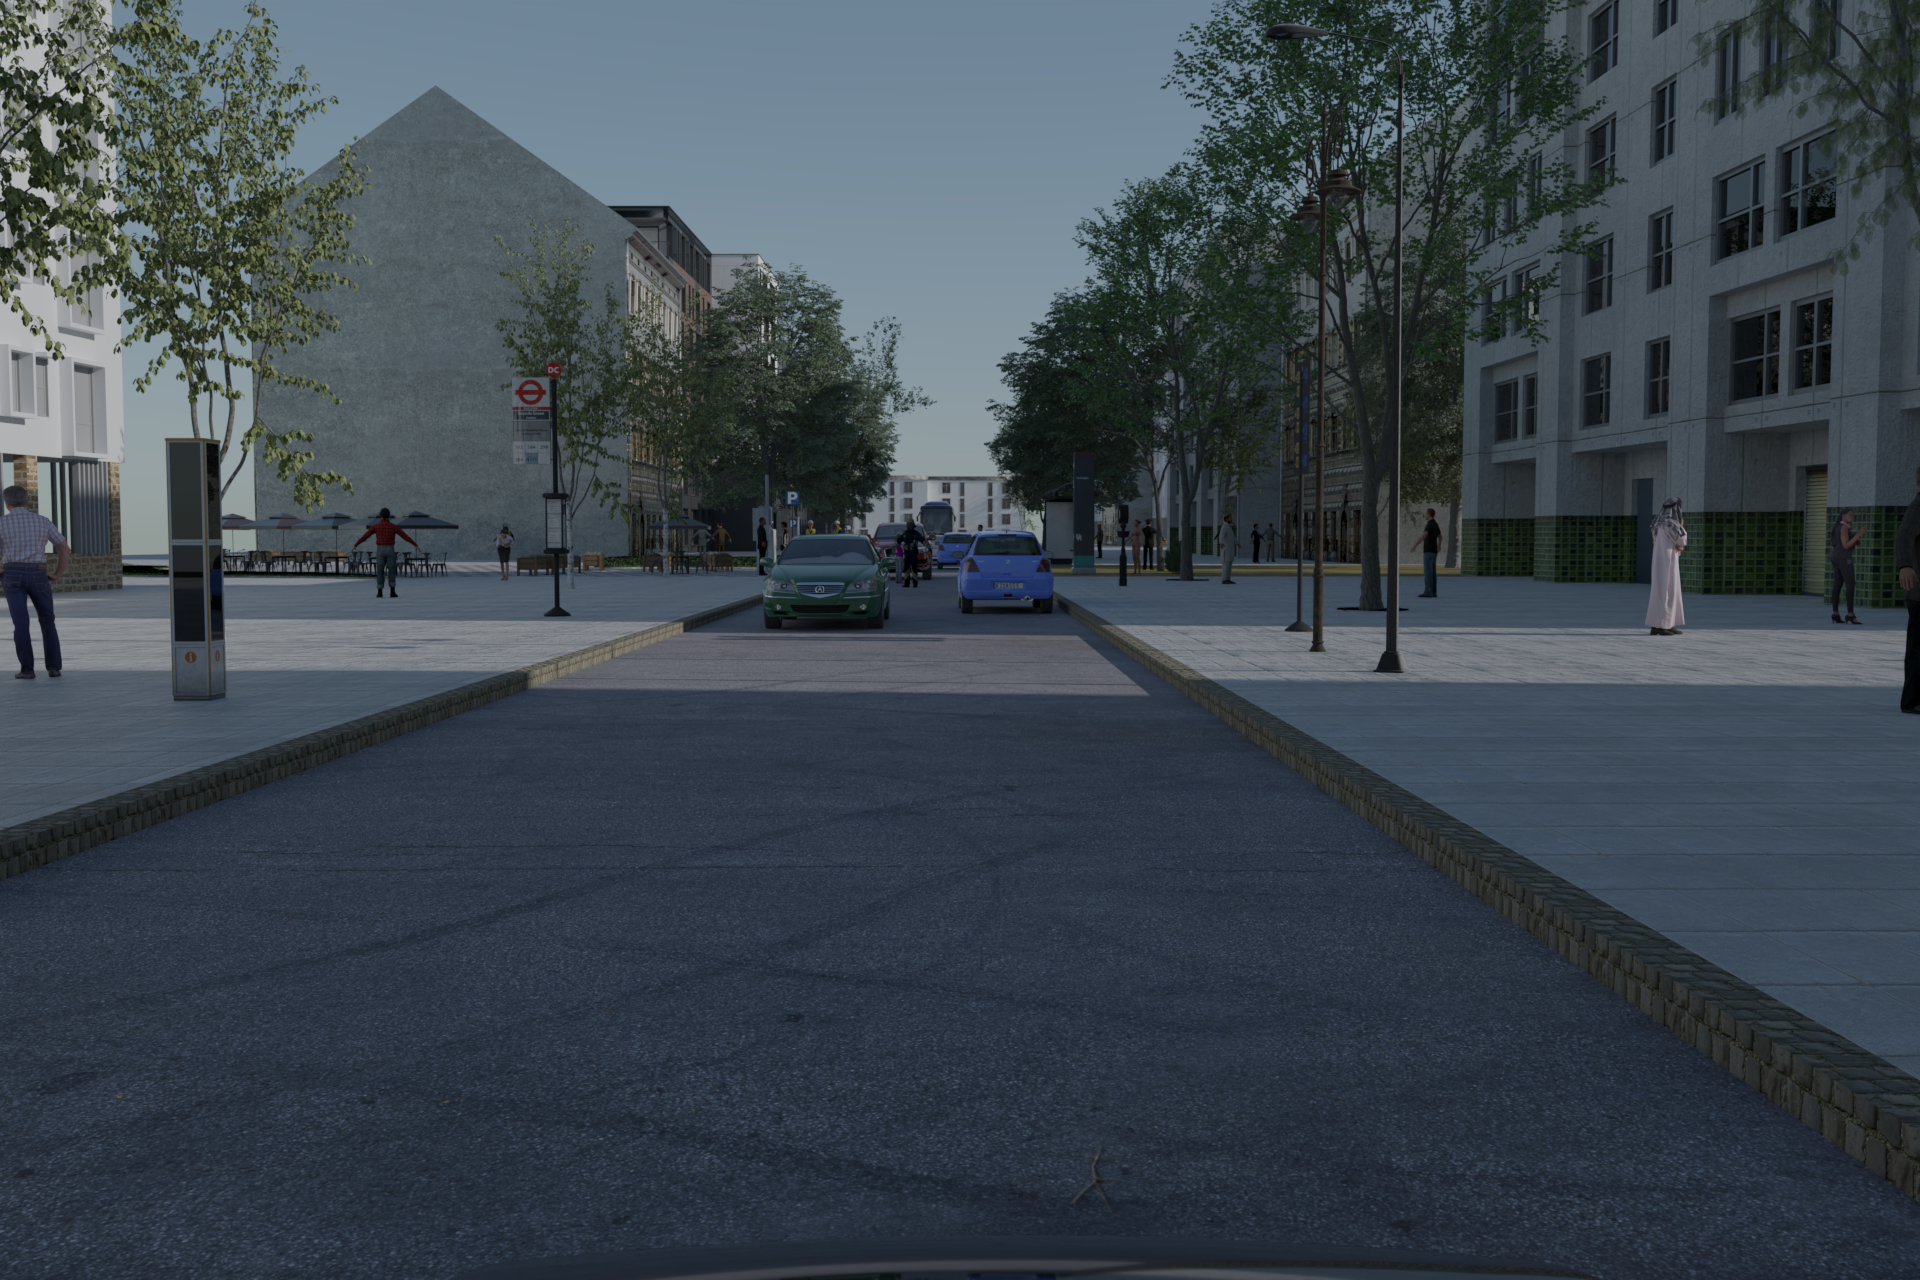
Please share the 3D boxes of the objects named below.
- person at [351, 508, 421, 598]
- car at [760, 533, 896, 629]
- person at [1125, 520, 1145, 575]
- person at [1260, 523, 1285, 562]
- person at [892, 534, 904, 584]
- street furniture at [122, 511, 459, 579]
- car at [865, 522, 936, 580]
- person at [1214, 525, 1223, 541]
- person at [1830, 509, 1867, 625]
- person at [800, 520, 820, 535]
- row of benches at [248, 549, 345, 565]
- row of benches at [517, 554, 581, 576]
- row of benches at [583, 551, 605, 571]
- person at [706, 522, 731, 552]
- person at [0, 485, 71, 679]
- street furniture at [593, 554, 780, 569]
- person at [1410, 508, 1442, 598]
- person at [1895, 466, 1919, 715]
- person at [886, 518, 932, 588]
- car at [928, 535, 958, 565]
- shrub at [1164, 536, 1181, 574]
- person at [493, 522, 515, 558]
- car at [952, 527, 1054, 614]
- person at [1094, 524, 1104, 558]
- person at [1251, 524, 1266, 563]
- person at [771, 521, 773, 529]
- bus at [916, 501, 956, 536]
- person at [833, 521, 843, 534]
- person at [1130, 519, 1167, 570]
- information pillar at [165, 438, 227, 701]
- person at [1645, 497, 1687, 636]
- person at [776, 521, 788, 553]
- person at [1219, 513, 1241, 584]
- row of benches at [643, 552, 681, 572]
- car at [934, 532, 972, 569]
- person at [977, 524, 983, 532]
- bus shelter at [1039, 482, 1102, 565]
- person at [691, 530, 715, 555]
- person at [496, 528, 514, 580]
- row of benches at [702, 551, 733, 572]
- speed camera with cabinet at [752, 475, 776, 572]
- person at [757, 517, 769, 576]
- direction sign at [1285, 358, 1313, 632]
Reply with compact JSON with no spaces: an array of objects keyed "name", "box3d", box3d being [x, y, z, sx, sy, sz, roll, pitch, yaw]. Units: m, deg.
[{"name":"person","box3d":[-11.610,-1.769,35.027,1.345,1.816,0.704,-1,4,-13]},{"name":"car","box3d":[-2.076,-0.976,27.761,2.131,1.459,4.920,0,4,-1]},{"name":"person","box3d":[5.444,-2.890,54.054,0.721,1.733,1.217,-2,4,-25]},{"name":"person","box3d":[14.325,-4.497,79.791,1.348,1.796,0.705,2,4,30]},{"name":"person","box3d":[-1.696,-2.342,50.015,0.599,1.433,0.991,-2,4,-33]},{"name":"street furniture","box3d":[-28.308,-3.164,56.753,14.083,1.986,27.439,-3,5,-45]},{"name":"car","box3d":[-1.908,-2.871,55.616,2.281,1.827,5.304,0,4,-1]},{"name":"person","box3d":[13.550,-5.042,88.621,1.347,1.806,0.705,3,4,38]},{"name":"person","box3d":[12.709,-1.054,24.746,0.415,1.643,0.593,-2,4,-32]},{"name":"person","box3d":[-5.284,-3.351,61.250,1.216,1.772,0.721,0,4,-2]},{"name":"row of benches","box3d":[-27.384,-3.439,71.692,4.104,0.672,1.422,0,4,7]},{"name":"row of benches","box3d":[-13.074,-2.441,55.370,1.422,0.672,4.104,0,4,8]},{"name":"row of benches","box3d":[-13.011,-2.821,61.588,1.422,0.672,4.104,-1,4,-10]},{"name":"person","box3d":[-10.296,-4.162,74.193,0.704,1.812,1.346,3,5,44]},{"name":"person","box3d":[-8.315,-0.513,15.376,0.756,1.711,0.436,-2,4,-32]},{"name":"street furniture","box3d":[-8.816,-3.137,66.918,10.072,0.657,5.734,0,4,2]},{"name":"person","box3d":[9.499,-1.766,35.092,0.705,1.803,1.348,3,4,38]},{"name":"person","box3d":[6.959,-0.380,12.392,1.348,1.807,0.705,-3,5,-41]},{"name":"person","box3d":[-1.329,-2.338,46.460,1.354,1.856,0.705,1,4,23]},{"name":"car","box3d":[-1.022,-4.224,81.429,2.083,1.381,4.827,0,4,0]},{"name":"shrub","box3d":[7.017,-2.738,55.878,1.383,1.207,1.383,0,3,0]},{"name":"person","box3d":[-22.189,-4.815,84.487,0.705,1.858,1.354,2,4,30]},{"name":"car","box3d":[0.817,-1.404,32.551,1.945,1.707,3.694,0,4,-1]},{"name":"person","box3d":[7.362,-5.232,91.665,0.705,1.813,1.348,2,4,24]},{"name":"person","box3d":[13.036,-4.223,75.767,0.721,1.740,1.216,3,5,39]},{"name":"person","box3d":[-7.793,-3.986,71.034,0.705,1.847,1.347,0,4,6]},{"name":"bus","box3d":[-1.732,-8.651,132.998,2.896,3.916,12.251,0,4,0]},{"name":"person","box3d":[-5.060,-3.974,70.945,0.705,1.833,1.349,-2,4,-32]},{"name":"person","box3d":[6.737,-3.425,61.929,1.347,1.837,0.705,1,4,10]},{"name":"information pillar","box3d":[-5.910,-0.545,13.405,0.304,2.012,0.304,0,4,-1]},{"name":"person","box3d":[8.968,-0.929,21.899,0.621,1.740,0.551,-1,4,-10]},{"name":"person","box3d":[-7.603,-4.175,74.410,0.704,1.843,1.345,-2,4,-28]},{"name":"person","box3d":[6.881,-2.342,44.381,0.704,1.819,1.344,2,4,29]},{"name":"row of benches","box3d":[-10.405,-2.762,60.624,1.422,0.672,4.104,0,4,2]},{"name":"car","box3d":[-0.096,-3.792,71.582,1.945,1.707,3.694,0,4,0]},{"name":"person","box3d":[0.784,-3.674,68.669,0.704,1.812,1.346,-1,4,-17]},{"name":"bus shelter","box3d":[4.415,-4.665,70.198,2.014,3.302,5.546,0,4,-2]},{"name":"person","box3d":[-13.514,-5.188,91.009,1.347,1.806,0.705,1,4,12]},{"name":"person","box3d":[-12.619,-2.363,47.862,0.628,1.438,0.799,-3,5,-42]},{"name":"row of benches","box3d":[-8.534,-2.776,60.856,1.422,0.672,4.104,-1,4,-14]},{"name":"speed camera with cabinet","box3d":[-6.630,-3.935,58.668,0.660,3.252,2.038,0,4,1]},{"name":"person","box3d":[-6.092,-2.899,53.617,0.704,1.802,1.346,0,4,-2]},{"name":"direction sign","box3d":[4.478,-1.881,22.753,0.379,3.537,0.876,0,3,0]}]
